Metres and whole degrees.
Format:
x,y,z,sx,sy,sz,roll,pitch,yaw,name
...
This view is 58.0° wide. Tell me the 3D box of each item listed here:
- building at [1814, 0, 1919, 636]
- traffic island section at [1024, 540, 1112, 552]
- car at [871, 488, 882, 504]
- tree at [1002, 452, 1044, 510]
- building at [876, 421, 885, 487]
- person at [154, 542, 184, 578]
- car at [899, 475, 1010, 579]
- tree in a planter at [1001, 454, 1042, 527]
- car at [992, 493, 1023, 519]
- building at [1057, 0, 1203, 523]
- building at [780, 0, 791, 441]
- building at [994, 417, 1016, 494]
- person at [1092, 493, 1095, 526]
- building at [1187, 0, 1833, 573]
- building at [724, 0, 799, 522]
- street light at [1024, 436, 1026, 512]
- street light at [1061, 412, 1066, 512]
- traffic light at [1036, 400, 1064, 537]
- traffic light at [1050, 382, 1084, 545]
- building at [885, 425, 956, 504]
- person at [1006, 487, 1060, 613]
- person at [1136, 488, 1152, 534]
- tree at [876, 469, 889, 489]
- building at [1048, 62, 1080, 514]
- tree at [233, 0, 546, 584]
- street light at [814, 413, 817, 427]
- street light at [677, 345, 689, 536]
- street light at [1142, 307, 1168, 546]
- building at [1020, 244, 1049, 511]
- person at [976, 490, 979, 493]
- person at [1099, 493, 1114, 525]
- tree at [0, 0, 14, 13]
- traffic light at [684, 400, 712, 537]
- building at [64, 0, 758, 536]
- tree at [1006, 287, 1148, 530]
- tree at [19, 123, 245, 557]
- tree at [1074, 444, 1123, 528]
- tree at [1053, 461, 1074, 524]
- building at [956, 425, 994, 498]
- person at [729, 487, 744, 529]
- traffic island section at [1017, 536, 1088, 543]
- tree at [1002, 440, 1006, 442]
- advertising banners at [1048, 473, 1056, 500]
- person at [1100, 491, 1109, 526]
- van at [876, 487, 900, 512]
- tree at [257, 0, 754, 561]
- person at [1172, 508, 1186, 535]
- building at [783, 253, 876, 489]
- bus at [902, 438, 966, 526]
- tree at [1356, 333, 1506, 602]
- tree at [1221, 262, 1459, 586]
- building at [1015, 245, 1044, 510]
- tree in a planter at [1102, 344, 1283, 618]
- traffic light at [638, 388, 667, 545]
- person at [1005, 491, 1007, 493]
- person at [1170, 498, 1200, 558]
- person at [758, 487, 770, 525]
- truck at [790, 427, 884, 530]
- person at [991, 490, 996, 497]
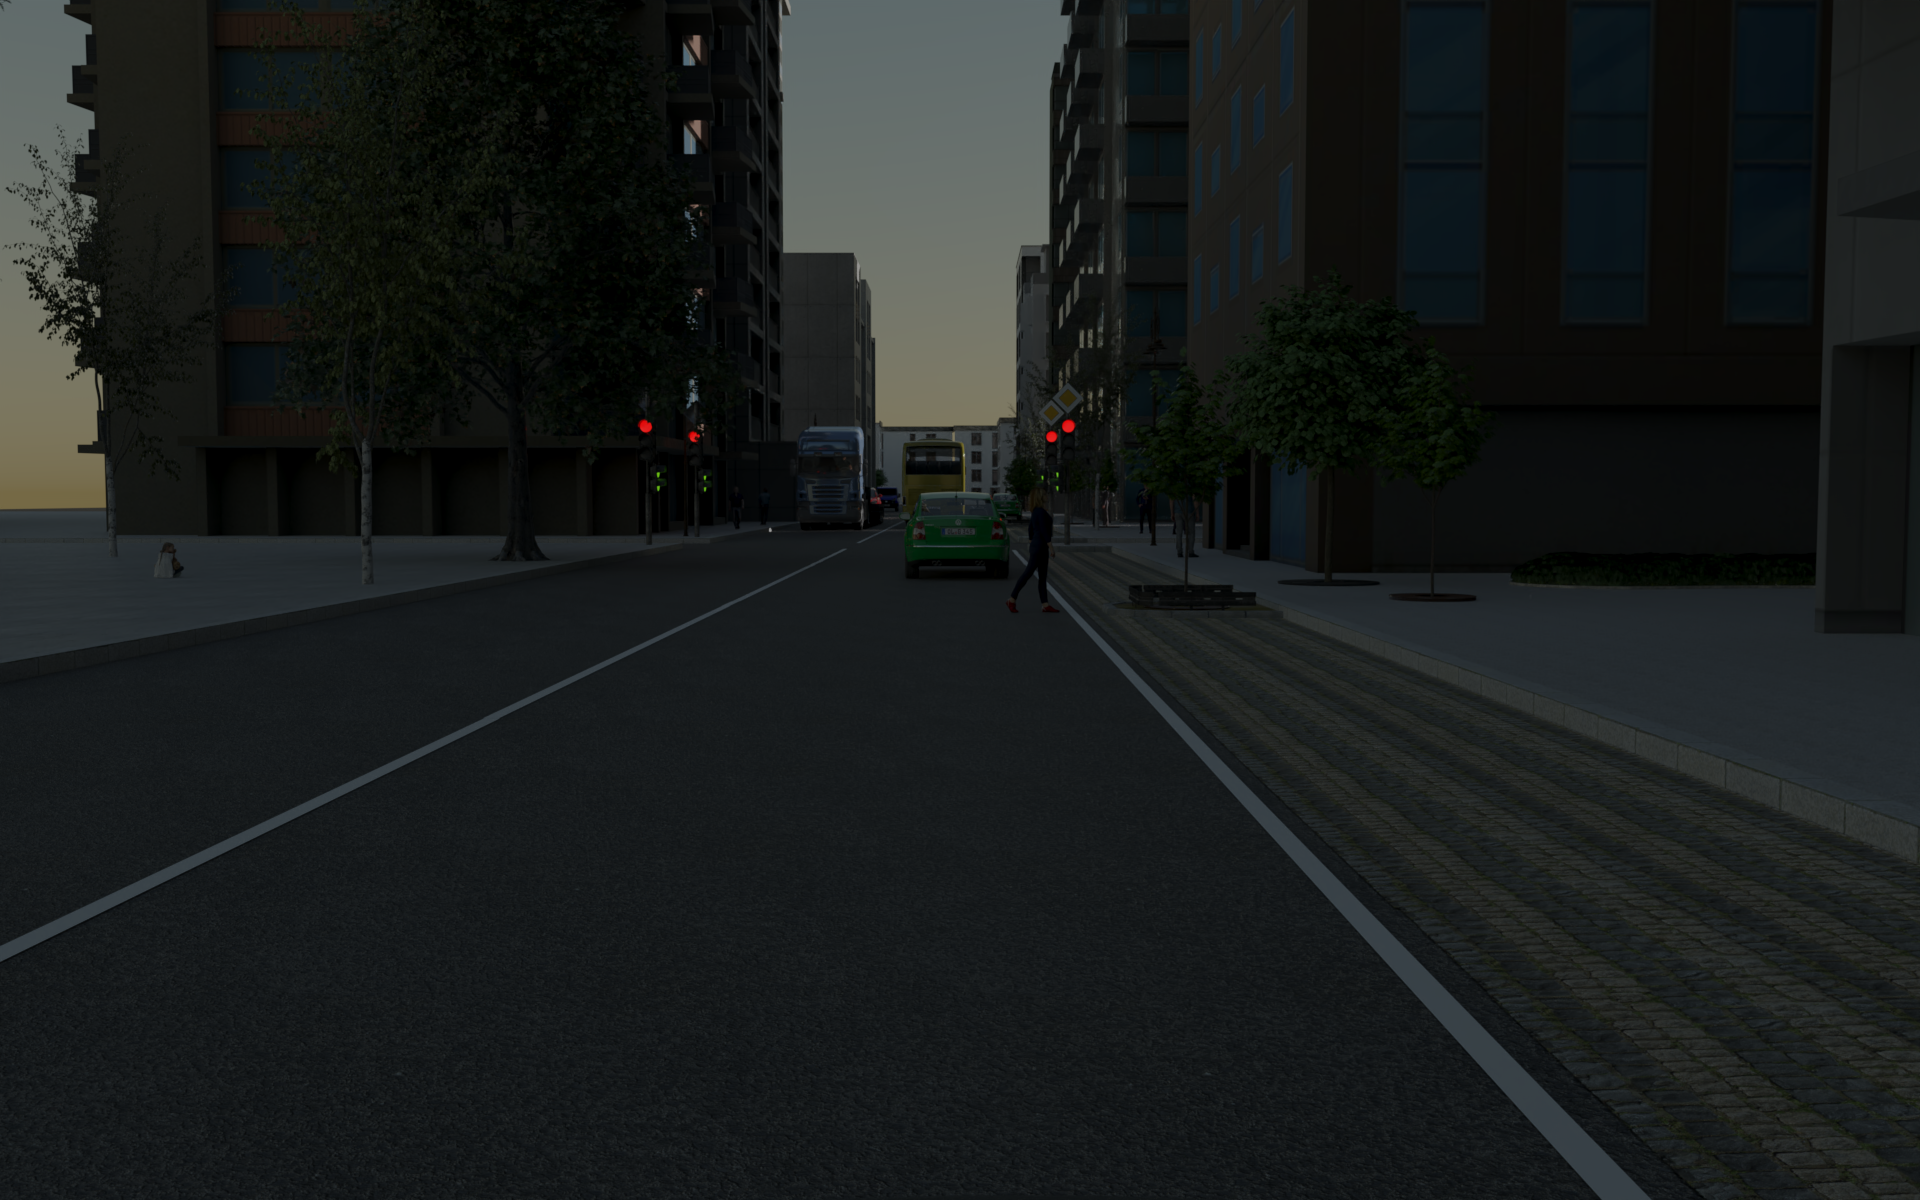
x,y,z,sx,sy,sz,roll,pitch,yaw,name
19.014,-25.262,2.271,28.713,52.752,27.495,0,3,0,building
2.735,-1.317,43.809,2.009,0.180,2.903,0,3,0,traffic island section
-5.735,-5.736,102.457,2.281,1.827,5.304,0,4,-1,car
4.878,-8.905,129.310,4.285,4.588,4.351,0,3,0,tree
-23.101,-15.694,198.743,28.070,9.664,9.099,0,3,0,building
-12.134,-0.613,26.537,0.381,0.543,0.357,0,4,1,person
-0.103,-1.342,30.739,1.959,1.807,4.718,0,4,-2,car
2.745,-4.861,76.706,1.991,3.239,1.994,0,3,0,tree in a planter
2.501,-5.307,95.566,1.959,1.807,4.718,0,4,2,car
16.695,-28.702,88.884,23.786,49.044,30.456,0,3,0,building
-24.300,-25.675,111.667,32.217,40.220,23.993,0,3,0,building
8.846,-15.129,189.503,9.099,9.664,28.070,0,3,0,building
5.334,-3.546,67.937,0.340,1.345,0.435,0,4,-6,person
12.352,-23.443,33.401,14.600,45.320,14.200,0,3,0,building
-17.738,-39.768,88.460,20.563,71.187,20.611,0,3,0,building
4.723,-9.314,125.077,0.468,5.910,1.993,0,3,0,street light
4.771,-6.443,78.138,0.468,5.910,1.993,0,3,0,street light
2.698,-3.838,51.680,0.839,4.253,0.868,0,3,0,traffic light
2.695,-3.350,43.695,0.839,4.253,0.868,0,3,0,traffic light
-14.828,-16.714,215.428,28.070,9.664,9.099,0,3,0,building
0.885,-0.604,20.919,0.613,1.512,0.480,-1,4,-17,person
6.029,-3.025,56.198,0.576,1.737,0.504,0,4,-5,person
-9.420,-12.668,190.843,4.285,4.588,4.351,0,3,0,tree
13.065,-21.283,119.677,14.160,30.474,14.107,0,3,0,building
-8.311,-4.541,24.608,4.737,8.622,4.395,0,3,0,tree
-8.274,-7.740,99.342,0.468,5.910,1.993,0,3,0,street light
-8.332,-4.873,52.456,0.468,5.910,1.993,0,3,0,street light
4.814,-4.288,42.894,0.468,5.910,1.993,0,3,0,street light
12.825,-17.150,136.829,16.016,20.091,11.380,0,3,0,building
1.766,-10.451,179.329,0.705,1.831,1.348,1,4,14,person
6.118,-4.018,72.468,0.841,1.734,0.376,2,4,34,person
-9.117,-6.005,8.556,12.009,13.543,11.850,0,3,0,tree
-7.844,-3.838,51.667,0.839,4.253,0.868,0,3,0,traffic light
-19.581,-25.073,64.574,22.147,44.769,28.867,0,3,0,building
4.676,-6.779,61.199,4.360,8.622,3.978,0,3,0,tree
-17.158,-5.193,35.271,4.360,8.622,3.978,0,3,0,tree
5.693,-4.391,66.389,1.663,3.219,1.824,0,3,0,tree
4.626,-4.820,73.401,1.663,3.219,1.824,0,3,0,tree
13.243,-16.747,215.959,28.070,9.664,9.099,0,3,0,building
-8.063,-3.344,62.922,0.569,1.553,0.471,1,4,22,person
2.738,-1.805,51.794,2.009,0.180,2.903,0,3,0,traffic island section
5.042,-9.784,110.324,4.360,8.622,3.978,0,3,0,tree
4.241,-5.107,79.680,0.090,3.025,2.074,0,4,-6,advertising banners
5.803,-3.884,70.344,0.445,1.727,0.742,-2,4,-34,person
-5.997,-8.452,142.574,2.240,2.365,5.245,0,4,-1,van
-8.618,-7.102,33.121,9.611,12.733,9.660,0,3,0,tree
7.016,-2.924,54.768,0.530,1.710,0.541,-3,4,-38,person
-16.104,-16.901,142.793,16.747,18.905,31.486,0,3,0,building
-1.111,-5.132,75.448,2.896,3.916,12.252,0,4,0,bus
5.624,-1.617,21.038,1.663,3.219,1.824,0,3,0,tree
5.283,-2.498,24.564,4.285,4.588,4.351,0,3,0,tree
18.983,-19.253,158.753,27.936,21.610,32.646,0,3,0,building
2.729,-1.440,20.761,1.991,3.239,1.994,0,3,0,tree in a planter
-7.846,-3.349,43.682,0.839,4.253,0.868,0,3,0,traffic light
4.493,-9.843,166.989,0.705,1.823,1.348,0,4,2,person
4.565,-1.768,35.083,0.598,1.807,0.434,2,4,32,person
-8.096,-3.870,71.536,0.499,1.552,0.429,1,4,14,person
-4.983,-5.213,74.989,2.967,4.110,18.799,0,4,0,truck
2.997,-8.340,145.543,1.217,1.739,0.721,-3,5,-43,person
